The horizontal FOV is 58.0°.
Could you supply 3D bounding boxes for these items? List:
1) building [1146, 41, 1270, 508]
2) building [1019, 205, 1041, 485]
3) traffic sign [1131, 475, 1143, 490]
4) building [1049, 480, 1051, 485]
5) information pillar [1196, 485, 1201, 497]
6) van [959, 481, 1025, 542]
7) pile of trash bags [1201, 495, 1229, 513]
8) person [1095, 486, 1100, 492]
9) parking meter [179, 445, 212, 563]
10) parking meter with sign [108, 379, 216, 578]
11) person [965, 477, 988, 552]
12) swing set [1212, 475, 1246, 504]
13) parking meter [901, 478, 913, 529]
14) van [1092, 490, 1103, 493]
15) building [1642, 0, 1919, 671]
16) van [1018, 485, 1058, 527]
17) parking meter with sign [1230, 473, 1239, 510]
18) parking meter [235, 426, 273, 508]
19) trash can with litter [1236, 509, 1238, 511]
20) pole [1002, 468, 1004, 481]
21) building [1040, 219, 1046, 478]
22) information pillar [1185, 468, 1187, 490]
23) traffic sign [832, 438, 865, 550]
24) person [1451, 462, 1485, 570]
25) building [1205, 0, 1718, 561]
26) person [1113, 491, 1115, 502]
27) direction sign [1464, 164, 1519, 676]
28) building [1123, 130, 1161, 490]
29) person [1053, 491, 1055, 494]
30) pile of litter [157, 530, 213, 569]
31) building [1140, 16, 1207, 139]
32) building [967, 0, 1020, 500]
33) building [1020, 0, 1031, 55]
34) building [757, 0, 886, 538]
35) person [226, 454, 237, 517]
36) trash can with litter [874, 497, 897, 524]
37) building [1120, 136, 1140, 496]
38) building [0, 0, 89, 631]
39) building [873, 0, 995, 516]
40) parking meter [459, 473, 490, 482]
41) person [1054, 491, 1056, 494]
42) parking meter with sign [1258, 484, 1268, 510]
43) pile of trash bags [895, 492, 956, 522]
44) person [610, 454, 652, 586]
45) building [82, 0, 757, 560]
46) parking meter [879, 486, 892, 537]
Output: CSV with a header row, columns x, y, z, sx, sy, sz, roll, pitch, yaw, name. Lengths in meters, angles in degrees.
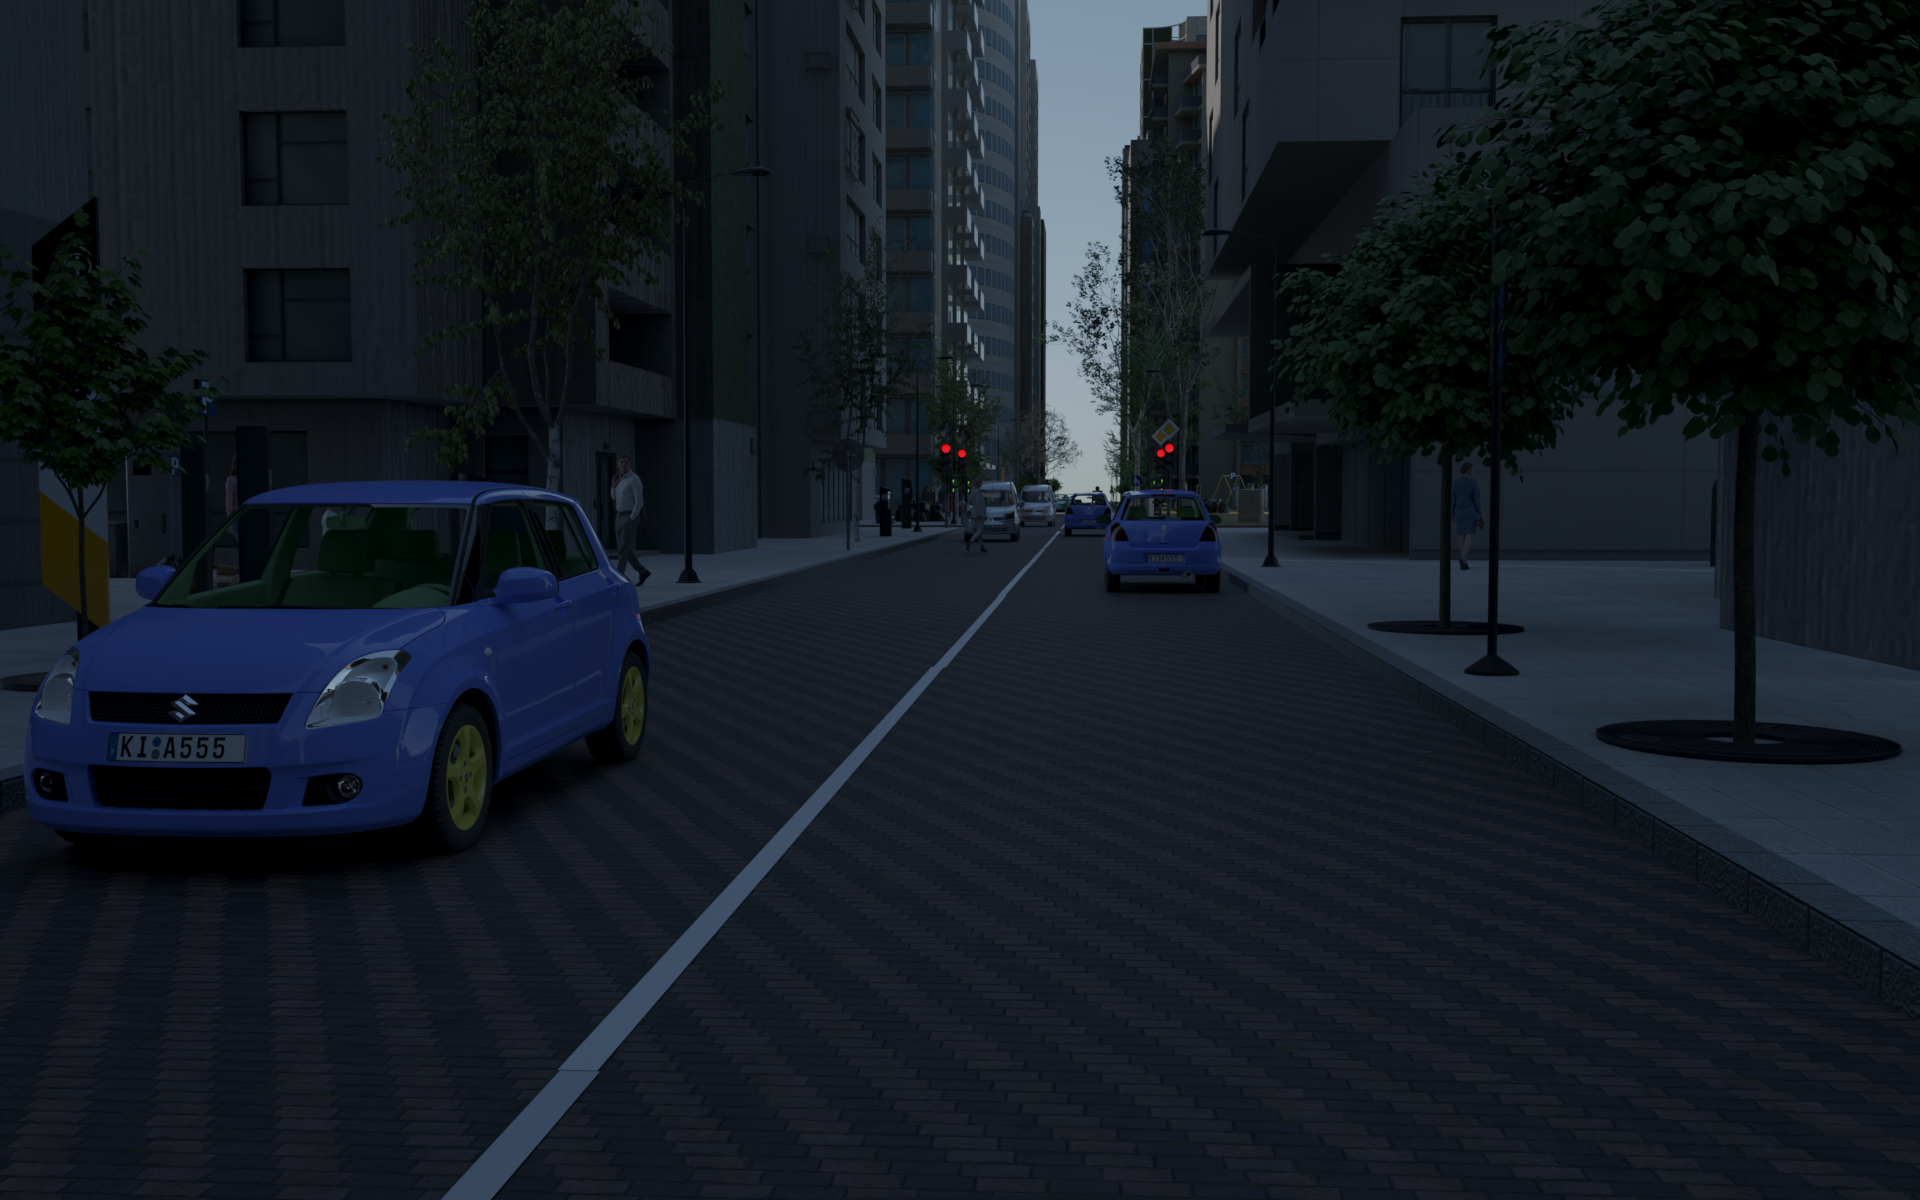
x,y,z,sx,sy,sz,roll,pitch,yaw,name
29.306,-31.335,166.953,22.147,44.769,28.867,0,4,4,building
3.916,-34.002,239.533,14.154,41.232,14.086,0,4,4,building
11.740,-7.026,114.975,0.768,2.556,0.104,0,4,6,traffic sign
4.941,-52.147,290.852,20.563,71.187,20.611,0,4,4,building
19.827,-8.542,144.150,0.304,2.012,0.304,0,4,-7,information pillar
1.015,-2.849,53.589,2.013,2.044,4.112,0,4,3,van
17.486,-6.464,115.444,3.447,1.369,1.912,0,4,2,pile of trash bags
6.337,-4.308,79.113,0.466,1.800,0.511,-3,5,-42,person
-8.428,-0.820,19.122,0.255,1.863,0.399,-1,4,-13,parking meter
-12.328,-1.848,26.481,1.738,3.016,0.543,0,4,1,parking meter with sign
0.393,-2.083,42.432,0.818,1.842,0.514,-3,4,-38,person
22.689,-9.030,145.254,2.862,2.851,3.119,3,4,36,swing set
-1.966,-3.574,64.154,0.399,1.863,0.255,-1,4,-11,parking meter
22.245,-16.847,279.829,2.240,2.365,5.245,0,4,6,van
14.410,-15.013,17.161,14.160,30.474,14.107,0,4,4,building
3.395,-4.290,77.160,2.013,2.044,4.112,0,4,5,van
22.460,-8.861,141.139,0.543,3.016,1.738,2,4,24,parking meter with sign
-6.114,-0.571,15.051,0.255,1.863,0.399,-1,4,-15,parking meter
21.540,-7.303,130.463,2.233,1.210,1.678,1,4,18,trash can with litter
3.390,-8.755,136.982,0.158,3.312,0.155,0,3,0,pole
6.506,-38.158,274.001,14.600,45.320,14.200,0,4,4,building
18.063,-9.069,139.639,0.504,3.616,0.183,2,4,25,information pillar
-2.555,-2.410,39.506,0.768,2.556,0.104,0,4,8,traffic sign
8.509,-1.417,29.232,0.581,1.822,0.654,3,5,45,person
20.831,-27.864,44.823,28.713,52.752,27.495,0,4,4,building
25.616,-17.313,289.189,0.705,1.814,1.350,1,4,10,person
3.796,-1.239,12.257,0.379,3.537,0.876,1,4,11,direction sign
27.700,-34.456,213.470,14.600,45.320,14.200,0,4,4,building
14.616,-16.341,273.158,1.348,1.831,0.705,2,4,32,person
-10.387,-0.605,23.851,1.719,0.858,1.176,-1,4,-20,pile of litter
35.647,-50.568,265.037,20.563,71.187,20.611,0,4,4,building
-5.470,-37.921,162.003,21.231,58.520,28.212,0,4,4,building
2.193,-50.022,256.116,20.563,71.187,20.611,0,4,4,building
-9.766,-22.785,56.136,14.086,41.232,14.154,0,4,4,building
-9.275,-1.002,22.436,0.388,1.821,0.555,1,4,19,person
-3.190,-3.861,74.522,1.055,1.170,0.624,2,4,32,trash can with litter
37.462,-45.752,290.037,21.231,58.520,28.212,0,4,4,building
-20.399,-28.194,2.974,21.231,58.520,28.212,0,4,4,building
-10.024,-30.164,112.782,23.786,49.044,30.456,0,4,4,building
-5.992,-0.795,21.413,0.372,1.533,0.369,0,3,0,parking meter
15.972,-17.452,291.941,0.990,1.755,0.434,0,4,6,person
23.719,-8.525,135.645,1.738,3.016,0.543,3,5,42,parking meter with sign
-1.375,-4.348,80.849,1.912,1.369,3.447,3,5,43,pile of trash bags
-4.586,-1.079,23.782,0.679,1.850,0.850,3,5,41,person
-12.394,-16.069,34.432,14.160,30.474,14.107,0,4,4,building
-2.251,-2.693,52.446,0.372,1.533,0.369,0,3,0,parking meter
